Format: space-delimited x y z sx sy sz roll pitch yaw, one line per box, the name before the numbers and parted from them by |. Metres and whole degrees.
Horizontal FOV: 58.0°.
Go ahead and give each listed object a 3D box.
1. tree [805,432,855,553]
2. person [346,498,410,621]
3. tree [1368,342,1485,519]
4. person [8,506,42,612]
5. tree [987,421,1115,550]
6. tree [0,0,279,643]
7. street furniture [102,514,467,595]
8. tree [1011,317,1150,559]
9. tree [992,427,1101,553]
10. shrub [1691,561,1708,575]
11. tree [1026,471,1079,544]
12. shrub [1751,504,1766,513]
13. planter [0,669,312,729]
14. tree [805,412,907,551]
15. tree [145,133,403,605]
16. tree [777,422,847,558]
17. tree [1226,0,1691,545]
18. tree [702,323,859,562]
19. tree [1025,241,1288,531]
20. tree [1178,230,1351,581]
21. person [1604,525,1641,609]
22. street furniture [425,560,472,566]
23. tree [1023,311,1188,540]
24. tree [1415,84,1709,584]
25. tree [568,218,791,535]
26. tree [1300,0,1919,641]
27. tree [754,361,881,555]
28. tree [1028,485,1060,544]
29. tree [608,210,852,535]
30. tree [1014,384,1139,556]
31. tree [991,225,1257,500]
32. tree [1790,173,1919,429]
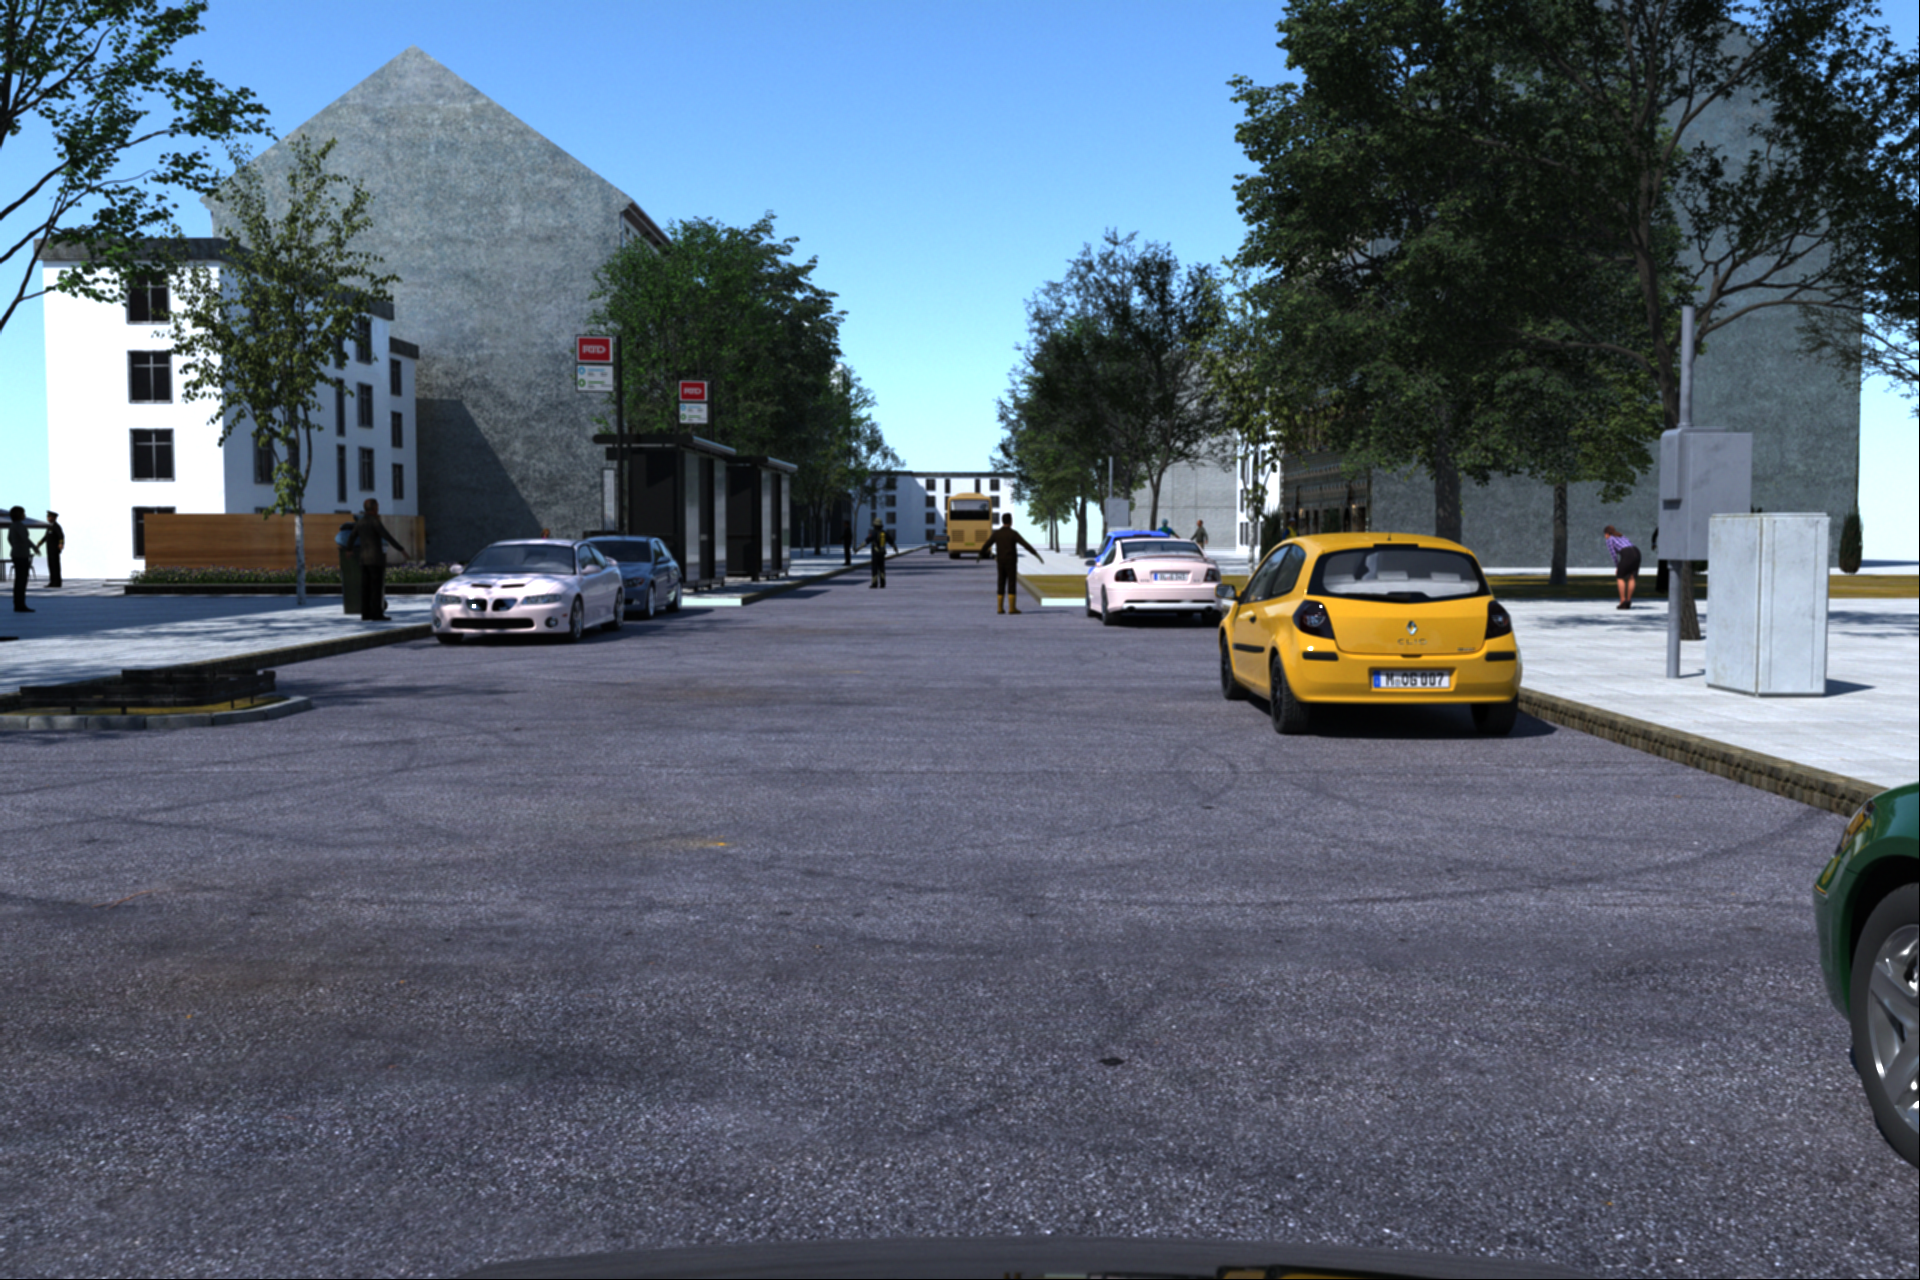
tree | -8.810 -10.118 115.785 4.360 8.622 3.978 0 3 0
person | -8.699 -1.193 25.691 1.348 1.807 0.705 2 4 32
tree | 14.490 -6.199 51.714 4.737 8.622 4.395 0 3 0
person | -15.403 -1.332 28.540 1.215 1.744 0.721 3 5 45
tree | 7.289 -13.897 137.582 12.009 13.543 11.850 0 3 0
tree | -12.003 -5.791 20.445 9.928 11.665 9.643 0 3 0
street furniture | -14.366 -1.955 38.816 11.010 1.723 9.812 0 4 -3
tree | 6.086 -10.557 90.741 7.486 12.596 7.792 0 3 0
tree | 6.444 -11.289 118.993 7.601 10.594 8.767 2 4 32
shrub | 22.723 -3.023 53.848 1.690 2.028 1.600 0 3 0
tree | 12.578 -19.143 231.111 7.486 12.596 7.792 0 3 0
shrub | 17.604 -2.132 38.896 1.661 2.075 1.752 0 3 0
planter | -6.310 0.454 13.714 1.991 0.319 1.994 0 4 0
tree | -8.191 -12.150 133.066 8.767 10.594 7.601 0 4 1
tree | -12.165 -4.936 31.067 4.737 8.622 4.395 0 3 0
tree | -8.246 -8.705 92.691 4.737 8.622 4.395 0 3 0
tree | 9.556 -7.751 33.377 9.857 13.997 8.962 0 3 0
tree | -8.403 -9.465 80.506 9.928 11.665 9.643 0 3 0
tree | 6.223 -7.449 56.205 8.767 10.594 7.601 0 4 5
tree | 7.507 -5.664 42.964 4.737 8.622 4.395 0 3 0
person | 11.253 -1.238 29.512 0.421 1.427 0.697 -2 4 -27
street furniture | -14.724 -2.160 50.948 5.734 0.657 10.072 -3 5 -45
tree | 6.719 -9.446 80.195 9.928 11.665 9.643 0 3 0
tree | 15.252 -7.723 44.405 7.486 12.596 7.792 0 3 0
tree | -9.278 -8.025 56.967 9.928 11.665 9.643 0 3 0
tree | 8.692 -5.295 20.987 8.767 10.594 7.601 -2 4 -24
tree | -8.643 -10.925 104.381 9.928 11.665 9.643 0 3 0
tree | 10.995 -16.794 224.947 4.737 8.622 4.395 0 3 0
tree | -9.038 -9.850 67.696 9.857 13.997 8.962 0 3 0
tree | 7.093 -10.871 103.499 9.928 11.665 9.643 0 3 0
tree | 6.584 -9.679 68.623 12.009 13.543 11.850 0 3 0
tree | 27.038 -8.205 44.527 12.009 13.543 11.850 0 3 0
